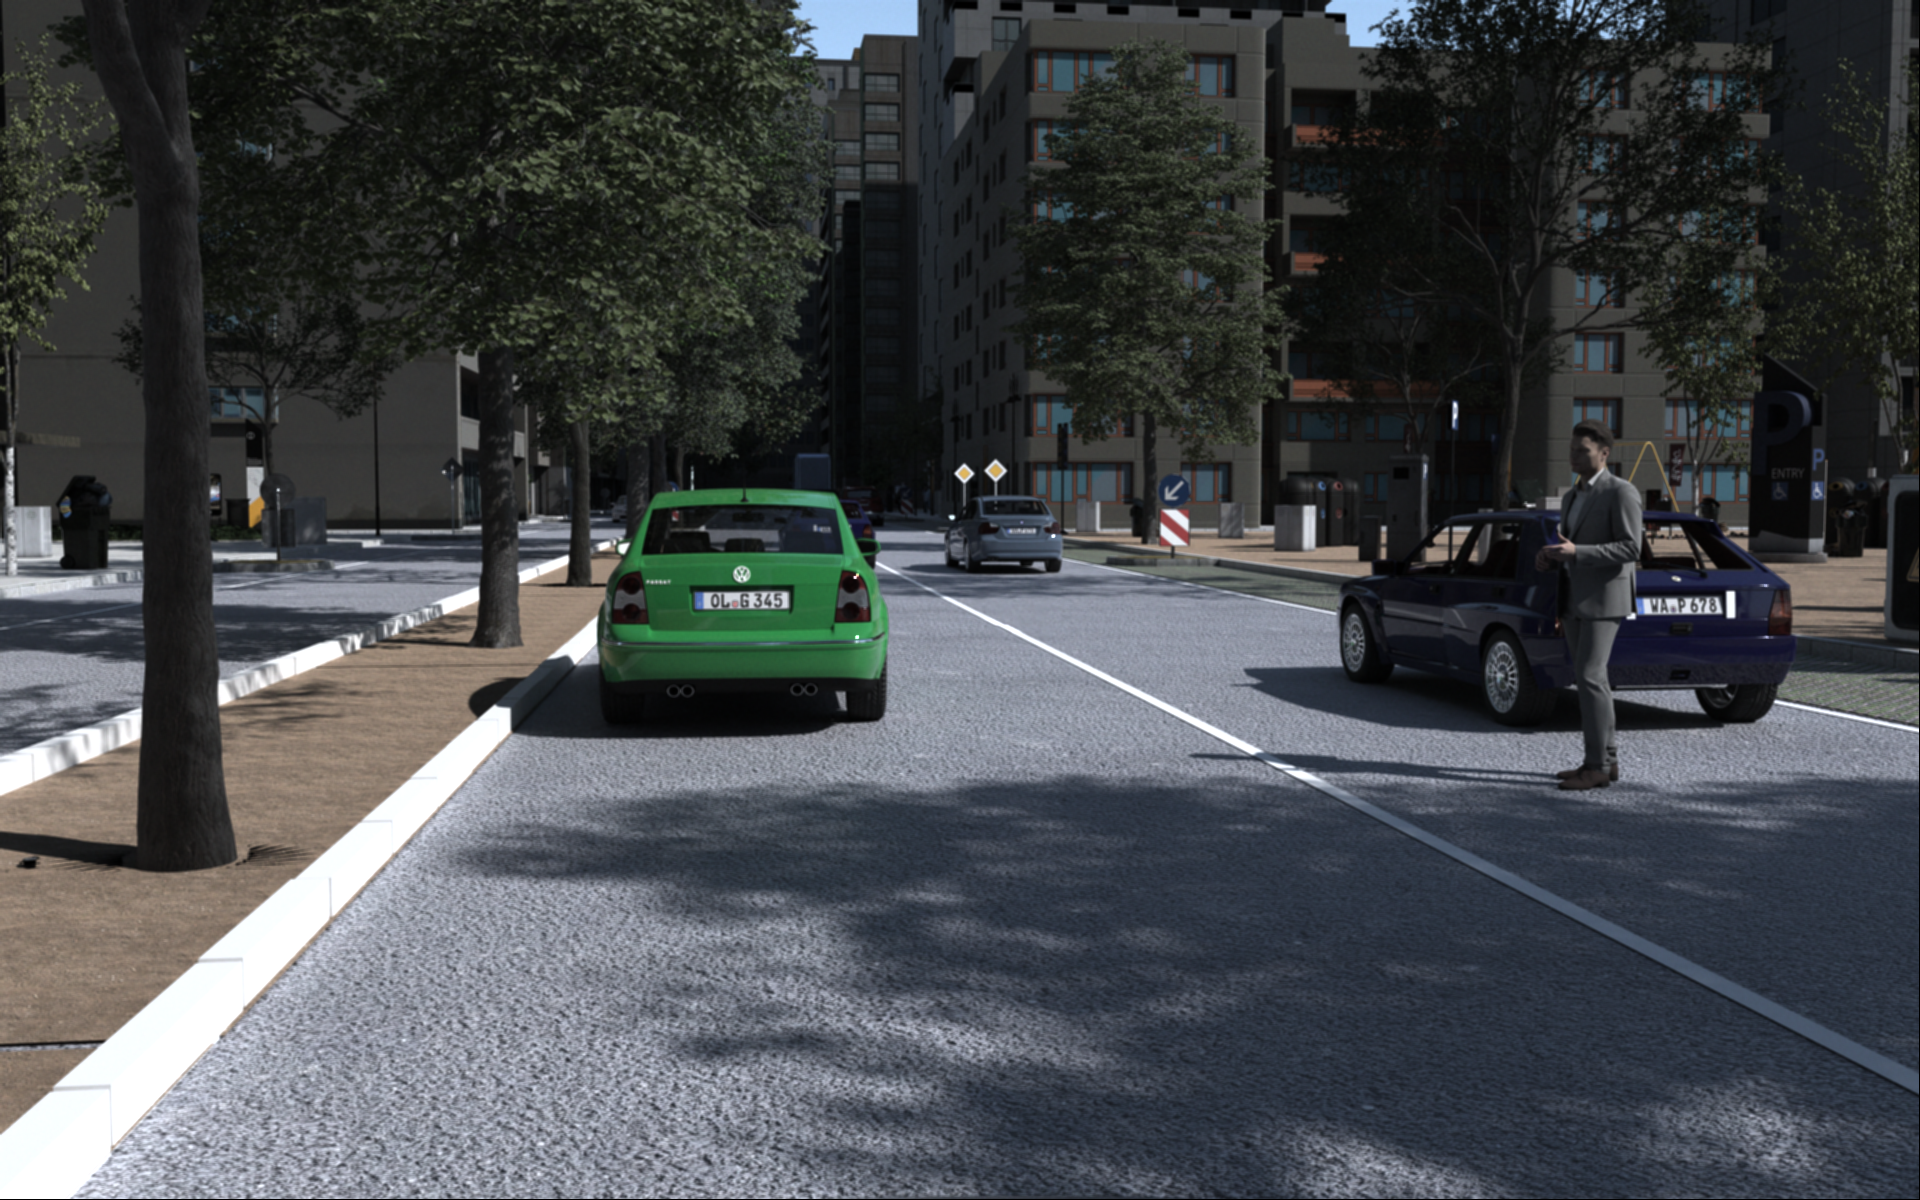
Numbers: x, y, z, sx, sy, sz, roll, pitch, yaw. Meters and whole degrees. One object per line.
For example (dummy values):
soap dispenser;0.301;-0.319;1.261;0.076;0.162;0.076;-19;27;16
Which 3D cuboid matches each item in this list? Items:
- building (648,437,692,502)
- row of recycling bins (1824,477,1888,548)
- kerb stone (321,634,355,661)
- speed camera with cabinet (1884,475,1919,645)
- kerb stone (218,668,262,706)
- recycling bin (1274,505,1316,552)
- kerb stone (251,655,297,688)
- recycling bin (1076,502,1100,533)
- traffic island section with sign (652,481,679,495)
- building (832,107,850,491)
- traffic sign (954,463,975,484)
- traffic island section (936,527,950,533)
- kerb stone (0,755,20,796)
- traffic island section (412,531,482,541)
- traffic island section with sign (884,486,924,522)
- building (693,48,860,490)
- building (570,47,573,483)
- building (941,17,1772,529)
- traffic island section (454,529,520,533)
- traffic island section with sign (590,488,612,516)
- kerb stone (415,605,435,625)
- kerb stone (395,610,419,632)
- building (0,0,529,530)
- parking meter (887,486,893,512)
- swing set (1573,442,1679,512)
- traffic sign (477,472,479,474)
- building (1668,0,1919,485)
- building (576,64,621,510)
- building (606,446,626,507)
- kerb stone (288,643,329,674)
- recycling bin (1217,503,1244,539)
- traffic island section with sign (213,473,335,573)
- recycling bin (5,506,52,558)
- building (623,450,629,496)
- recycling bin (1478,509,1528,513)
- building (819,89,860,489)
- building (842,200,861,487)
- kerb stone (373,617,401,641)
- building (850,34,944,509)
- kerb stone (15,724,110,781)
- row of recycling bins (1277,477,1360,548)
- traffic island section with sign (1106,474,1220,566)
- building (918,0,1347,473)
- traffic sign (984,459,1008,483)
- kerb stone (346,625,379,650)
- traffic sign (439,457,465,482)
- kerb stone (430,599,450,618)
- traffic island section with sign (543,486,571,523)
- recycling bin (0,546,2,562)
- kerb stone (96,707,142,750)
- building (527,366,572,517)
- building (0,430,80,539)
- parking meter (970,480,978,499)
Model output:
building;-50.518;-39.331;232.300;27.495;52.752;28.713;0;4;-7
row of recycling bins;22.234;-2.114;41.672;1.069;1.692;3.534;-1;4;-17
kerb stone;-5.483;0.431;15.143;0.120;0.150;1.000;0;4;-7
speed camera with cabinet;8.458;-1.206;14.062;0.660;3.252;2.038;0;4;-8
kerb stone;-5.096;0.618;12.094;0.120;0.150;1.000;0;4;-7
recycling bin;7.521;-1.610;38.876;0.722;1.027;0.722;2;4;34
kerb stone;-5.231;0.560;13.108;0.120;0.150;1.000;0;4;-7
recycling bin;4.254;-2.755;57.592;0.722;1.027;0.722;1;4;12
traffic island section with sign;-10.554;-3.371;63.245;2.006;1.907;1.989;0;4;-7
building;-6.860;-30.803;187.222;14.154;41.232;14.086;0;4;-7
traffic sign;0.183;-3.834;64.870;0.795;2.593;0.064;0;4;-7
traffic island section;0.205;-2.610;64.956;2.009;0.180;2.903;0;4;-7
kerb stone;-4.571;0.867;8.036;0.120;0.150;1.000;0;4;-7
traffic island section;-16.085;-1.991;54.838;2.009;0.180;2.903;0;4;-7
traffic island section with sign;-2.941;-4.947;89.512;1.989;1.847;2.006;0;4;-7
building;-21.619;-42.173;231.523;28.212;58.520;21.231;0;4;-7
building;-33.952;-26.579;118.164;14.154;41.232;14.086;0;4;-7
building;15.109;-14.301;78.861;28.899;21.520;27.650;0;4;-7
traffic island section;-17.097;-2.476;62.759;2.009;0.180;2.903;0;4;-7
traffic island section with sign;-23.321;-6.450;114.085;1.989;1.847;2.006;0;4;-7
kerb stone;-5.996;0.187;19.207;0.120;0.150;1.000;0;4;-7
kerb stone;-5.867;0.245;18.189;0.120;0.150;1.000;0;4;-7
building;-30.000;-27.308;70.195;21.300;48.544;21.600;0;4;-7
parking meter;-4.949;-7.125;122.205;0.399;1.863;0.255;1;4;19
swing set;20.424;-3.412;53.413;2.862;2.851;3.119;-1;4;-12
traffic sign;-17.074;-3.701;62.695;0.795;2.593;0.064;0;4;-7
building;47.793;-39.249;79.967;20.611;71.187;20.563;0;4;-7
building;-41.248;-30.280;149.704;22.147;44.769;28.867;0;4;-7
building;-40.731;-31.884;171.420;14.600;45.320;14.200;0;4;-7
kerb stone;-5.347;0.494;14.123;0.120;0.150;1.000;0;4;-7
recycling bin;7.861;-2.310;50.319;0.722;1.027;0.722;0;4;5
traffic island section with sign;-12.930;-1.468;32.629;1.989;1.847;2.006;0;4;-7
recycling bin;-18.910;-1.382;35.144;0.722;1.027;0.722;-1;4;-14
building;-47.961;-35.280;200.522;21.600;48.544;21.300;0;4;-7
recycling bin;9.161;-1.021;29.250;0.722;1.027;0.722;1;4;8
building;-5.441;-35.562;205.133;21.300;48.544;21.600;0;4;-7
building;-4.874;-24.554;173.167;14.160;30.474;14.107;0;4;-7
kerb stone;-5.733;0.307;17.171;0.120;0.150;1.000;0;4;-7
building;-2.221;-29.072;158.924;14.154;41.232;14.086;0;4;-7
kerb stone;-4.701;0.804;9.050;0.120;0.150;1.000;0;4;-7
row of recycling bins;8.697;-2.143;42.144;1.069;1.692;3.534;3;4;36
traffic island section with sign;4.029;-1.613;34.996;1.989;1.847;2.006;0;4;-7
building;11.581;-32.875;126.745;28.713;52.752;27.495;0;4;-7
traffic sign;1.194;-3.349;56.949;0.795;2.593;0.064;0;4;-7
kerb stone;-5.613;0.369;16.156;0.120;0.150;1.000;0;4;-7
traffic sign;-16.063;-3.216;54.774;0.795;2.593;0.064;0;4;-7
kerb stone;-6.127;0.126;20.222;0.120;0.150;1.000;0;4;-7
traffic island section with sign;-19.897;-4.806;87.206;1.989;1.847;2.006;0;4;-7
recycling bin;-18.535;-1.223;32.546;0.722;1.027;0.722;-1;4;-9
kerb stone;-4.832;0.747;10.064;0.120;0.150;1.000;0;4;-7
building;-29.678;-19.884;96.802;14.160;30.474;14.107;0;4;-7
building;-39.679;-23.507;38.963;28.867;44.769;22.147;0;4;-7
parking meter;0.600;-4.135;73.324;0.255;1.863;0.399;-1;4;-13
